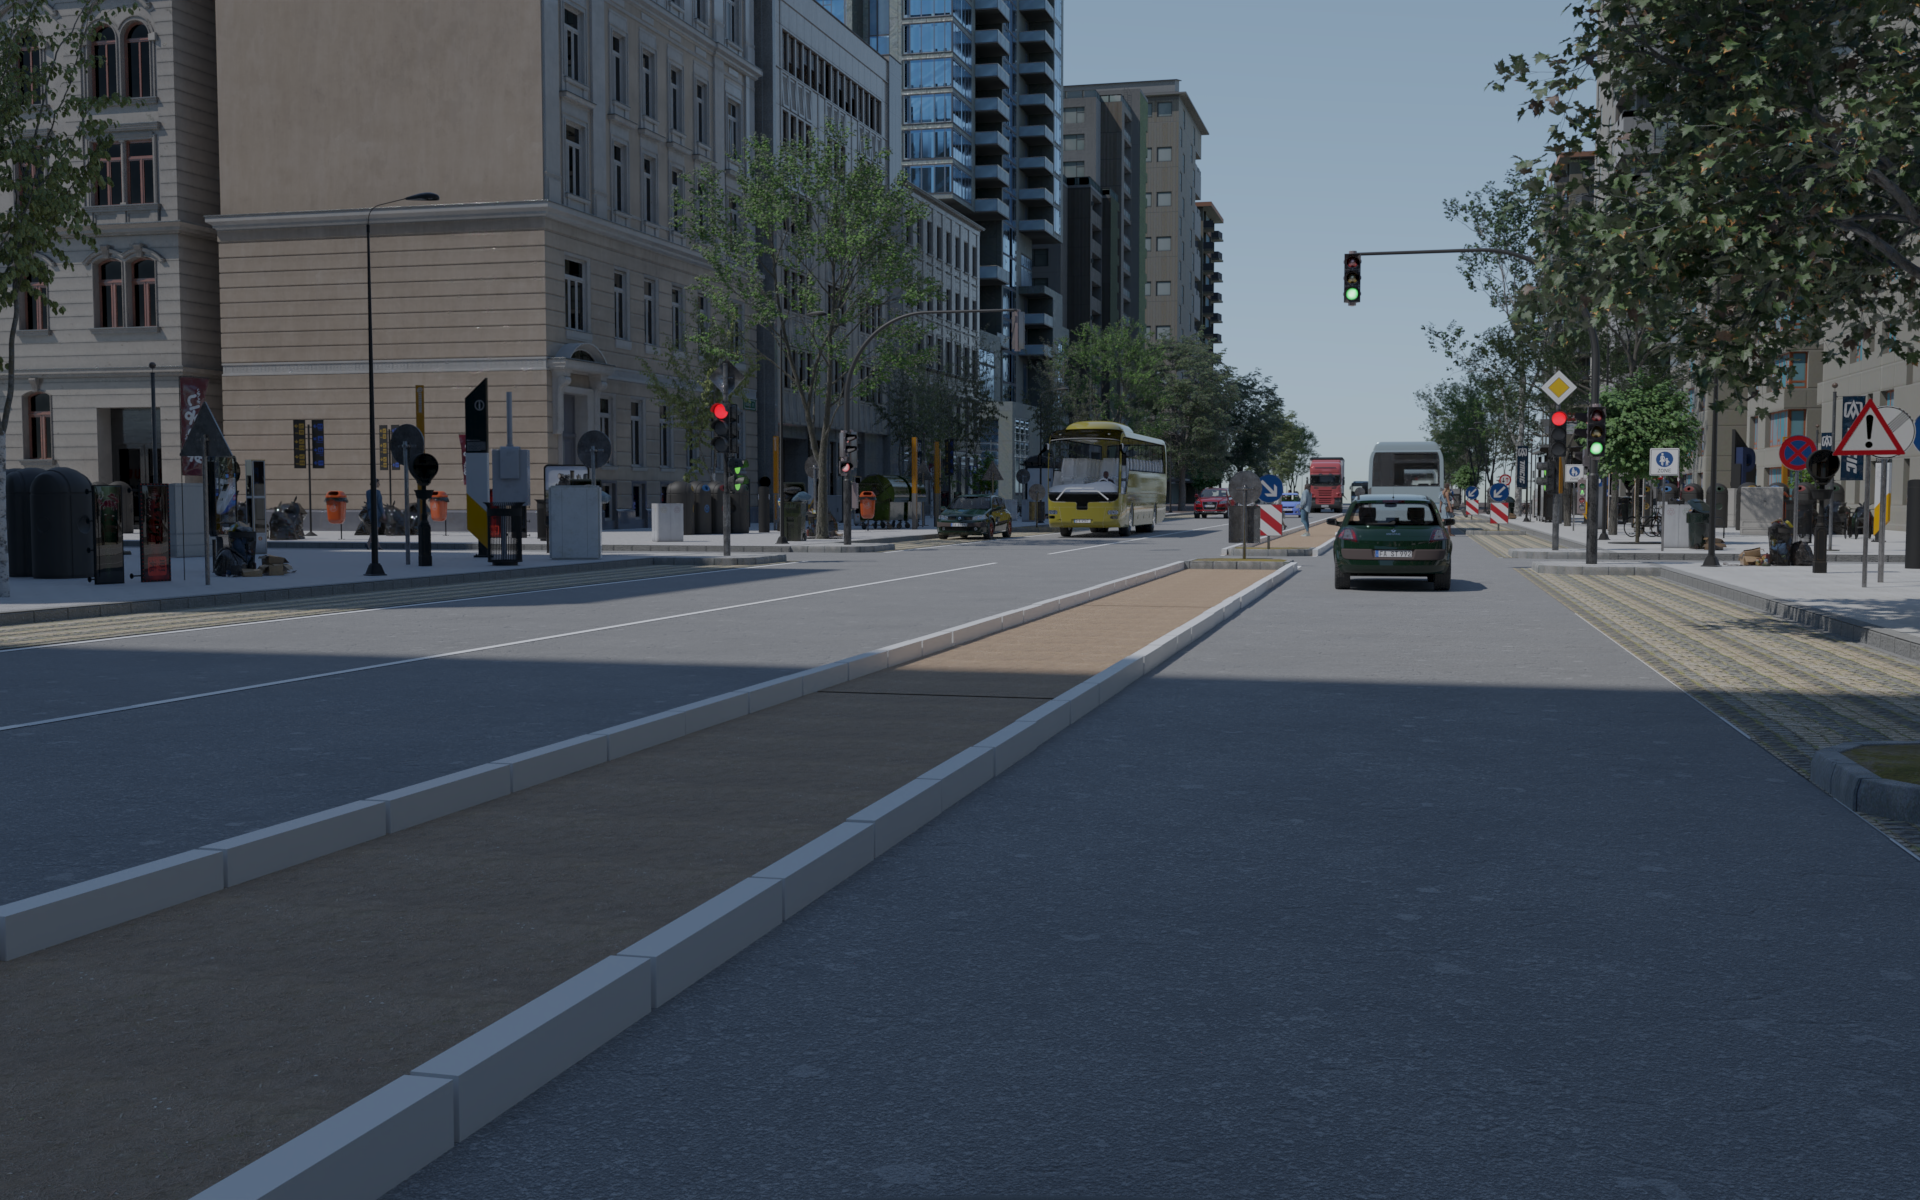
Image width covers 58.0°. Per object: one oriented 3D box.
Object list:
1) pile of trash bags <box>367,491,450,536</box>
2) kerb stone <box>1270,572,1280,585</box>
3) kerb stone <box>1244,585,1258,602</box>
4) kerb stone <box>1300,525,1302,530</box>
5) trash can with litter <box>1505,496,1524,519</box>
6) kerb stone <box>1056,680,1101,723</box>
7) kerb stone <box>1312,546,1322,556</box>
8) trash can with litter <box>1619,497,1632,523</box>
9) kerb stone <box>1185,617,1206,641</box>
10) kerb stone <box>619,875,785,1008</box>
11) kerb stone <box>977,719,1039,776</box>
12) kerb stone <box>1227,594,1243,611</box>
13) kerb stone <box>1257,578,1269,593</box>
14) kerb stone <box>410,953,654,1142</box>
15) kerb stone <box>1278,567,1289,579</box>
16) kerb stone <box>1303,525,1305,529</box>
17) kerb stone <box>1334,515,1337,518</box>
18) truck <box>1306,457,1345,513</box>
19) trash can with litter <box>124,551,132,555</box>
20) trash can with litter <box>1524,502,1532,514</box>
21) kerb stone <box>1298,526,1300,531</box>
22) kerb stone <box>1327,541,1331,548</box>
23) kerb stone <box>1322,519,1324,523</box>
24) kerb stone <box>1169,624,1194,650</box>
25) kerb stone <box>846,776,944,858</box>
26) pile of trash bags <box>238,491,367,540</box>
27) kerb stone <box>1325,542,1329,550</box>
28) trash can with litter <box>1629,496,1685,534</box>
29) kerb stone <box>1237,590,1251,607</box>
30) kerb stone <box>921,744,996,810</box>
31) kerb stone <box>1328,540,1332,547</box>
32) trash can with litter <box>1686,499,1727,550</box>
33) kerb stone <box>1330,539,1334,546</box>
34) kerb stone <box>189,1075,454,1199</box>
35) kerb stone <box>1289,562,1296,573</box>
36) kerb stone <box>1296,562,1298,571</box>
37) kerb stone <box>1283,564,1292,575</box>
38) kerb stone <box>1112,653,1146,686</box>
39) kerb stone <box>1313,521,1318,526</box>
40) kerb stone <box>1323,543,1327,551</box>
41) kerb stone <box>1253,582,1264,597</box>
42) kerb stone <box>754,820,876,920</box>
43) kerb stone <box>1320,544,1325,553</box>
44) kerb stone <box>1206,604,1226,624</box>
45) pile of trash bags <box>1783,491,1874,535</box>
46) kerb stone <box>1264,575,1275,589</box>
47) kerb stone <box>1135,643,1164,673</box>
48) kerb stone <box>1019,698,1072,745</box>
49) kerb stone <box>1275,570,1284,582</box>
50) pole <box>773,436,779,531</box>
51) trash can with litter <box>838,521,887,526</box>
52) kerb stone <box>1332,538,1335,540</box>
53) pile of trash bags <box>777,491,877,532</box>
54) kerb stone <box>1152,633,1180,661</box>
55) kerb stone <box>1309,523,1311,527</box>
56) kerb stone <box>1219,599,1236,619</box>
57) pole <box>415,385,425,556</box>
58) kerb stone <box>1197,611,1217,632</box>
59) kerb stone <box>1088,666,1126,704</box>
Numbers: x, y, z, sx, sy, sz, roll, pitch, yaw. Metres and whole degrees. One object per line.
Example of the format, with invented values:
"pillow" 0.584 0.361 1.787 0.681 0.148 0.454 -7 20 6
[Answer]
"pile of trash bags" -17.149 -2.691 53.752 3.447 1.369 1.912 2 4 30
"kerb stone" 4.877 -0.302 27.126 0.120 0.150 1.000 1 4 14
"kerb stone" 3.845 -0.059 23.158 0.120 0.150 1.000 1 4 14
"kerb stone" 12.997 -2.729 66.864 0.120 0.150 1.000 1 4 14
"trash can with litter" 28.241 -4.725 88.642 0.624 1.170 1.055 0 4 -2
"kerb stone" 0.757 0.669 11.265 0.120 0.150 1.000 1 4 14
"kerb stone" 8.345 -1.120 40.564 0.120 0.150 1.000 1 4 14
"trash can with litter" 29.917 -4.038 77.416 1.055 1.170 0.624 -3 5 -45
"kerb stone" 2.305 0.305 17.217 0.120 0.150 1.000 1 4 14
"kerb stone" -0.777 1.036 5.318 0.120 0.150 1.000 1 4 14
"kerb stone" 0.248 0.790 9.284 0.120 0.150 1.000 1 4 14
"kerb stone" 3.317 0.062 21.181 0.120 0.150 1.000 1 4 14
"kerb stone" 4.354 -0.180 25.143 0.120 0.150 1.000 1 4 14
"kerb stone" -1.038 1.093 4.321 0.120 0.150 1.000 1 4 14
"kerb stone" 5.387 -0.423 29.111 0.120 0.150 1.000 1 4 14
"kerb stone" 13.516 -2.853 68.844 0.120 0.150 1.000 1 4 14
"kerb stone" 21.226 -4.676 98.641 0.120 0.150 1.000 1 4 14
"truck" 28.303 -8.849 133.602 2.839 4.237 11.283 1 4 13
"trash can with litter" -18.189 -1.525 35.990 1.678 1.210 2.233 2 4 27
"trash can with litter" 36.342 -6.037 110.094 1.055 1.170 0.624 2 4 34
"kerb stone" 12.743 -2.670 65.866 0.120 0.150 1.000 1 4 14
"kerb stone" 9.384 -1.362 44.549 0.120 0.150 1.000 1 4 14
"kerb stone" 17.376 -3.764 83.757 0.120 0.150 1.000 1 4 14
"kerb stone" 2.044 0.365 16.223 0.120 0.150 1.000 1 4 14
"kerb stone" -0.266 0.911 7.305 0.120 0.150 1.000 1 4 14
"pile of trash bags" -18.857 -2.383 48.710 3.447 1.369 1.912 0 4 7
"kerb stone" 9.130 -1.301 43.554 0.120 0.150 1.000 1 4 14
"trash can with litter" 22.408 -2.704 55.276 2.233 1.210 1.678 0 4 1
"kerb stone" 3.590 0.002 22.168 0.120 0.150 1.000 1 4 14
"kerb stone" -0.014 0.850 8.295 0.120 0.150 1.000 1 4 14
"kerb stone" 9.637 -1.425 45.539 0.120 0.150 1.000 1 4 14
"trash can with litter" 17.268 -1.748 39.961 0.624 1.170 1.055 -1 4 -17
"kerb stone" 9.900 -1.486 46.526 0.120 0.150 1.000 1 4 14
"kerb stone" -1.294 1.154 3.331 0.120 0.150 1.000 1 4 14
"kerb stone" 5.893 -0.544 31.094 0.120 0.150 1.000 1 4 14
"kerb stone" 6.160 -0.604 32.080 0.120 0.150 1.000 1 4 14
"kerb stone" 5.638 -0.484 30.102 0.120 0.150 1.000 1 4 14
"kerb stone" 1.267 0.549 13.248 0.120 0.150 1.000 1 4 14
"kerb stone" 16.094 -3.461 78.785 0.120 0.150 1.000 1 4 14
"kerb stone" 8.867 -1.239 42.566 0.120 0.150 1.000 1 4 14
"kerb stone" 4.104 -0.119 24.149 0.120 0.150 1.000 1 4 14
"kerb stone" -0.521 0.978 6.313 0.120 0.150 1.000 1 4 14
"kerb stone" 8.609 -1.184 41.557 0.120 0.150 1.000 1 4 14
"kerb stone" 2.808 0.183 19.200 0.120 0.150 1.000 1 4 14
"pile of trash bags" 27.253 -2.772 55.080 3.447 1.369 1.912 -1 4 -14
"kerb stone" 4.612 -0.241 26.132 0.120 0.150 1.000 1 4 14
"kerb stone" 1.531 0.489 14.236 0.120 0.150 1.000 1 4 14
"kerb stone" 0.496 0.729 10.276 0.120 0.150 1.000 1 4 14
"kerb stone" 5.131 -0.357 28.119 0.120 0.150 1.000 1 4 14
"pole" -6.467 -4.103 60.922 0.158 3.312 0.155 0 3 0
"trash can with litter" -3.811 -3.584 69.657 2.233 1.210 1.678 0 4 -5
"kerb stone" 10.153 -1.549 47.523 0.120 0.150 1.000 1 4 14
"pile of trash bags" -4.568 -3.031 59.316 3.447 1.369 1.912 0 4 -1
"kerb stone" 1.786 0.426 15.226 0.120 0.150 1.000 1 4 14
"kerb stone" 14.551 -3.091 72.822 0.120 0.150 1.000 1 4 14
"kerb stone" 3.074 0.123 20.188 0.120 0.150 1.000 1 4 14
"pole" -10.106 -2.364 32.492 0.158 3.312 0.155 0 3 0
"kerb stone" 2.560 0.246 18.209 0.120 0.150 1.000 1 4 14
"kerb stone" 1.016 0.608 12.257 0.120 0.150 1.000 1 4 14
